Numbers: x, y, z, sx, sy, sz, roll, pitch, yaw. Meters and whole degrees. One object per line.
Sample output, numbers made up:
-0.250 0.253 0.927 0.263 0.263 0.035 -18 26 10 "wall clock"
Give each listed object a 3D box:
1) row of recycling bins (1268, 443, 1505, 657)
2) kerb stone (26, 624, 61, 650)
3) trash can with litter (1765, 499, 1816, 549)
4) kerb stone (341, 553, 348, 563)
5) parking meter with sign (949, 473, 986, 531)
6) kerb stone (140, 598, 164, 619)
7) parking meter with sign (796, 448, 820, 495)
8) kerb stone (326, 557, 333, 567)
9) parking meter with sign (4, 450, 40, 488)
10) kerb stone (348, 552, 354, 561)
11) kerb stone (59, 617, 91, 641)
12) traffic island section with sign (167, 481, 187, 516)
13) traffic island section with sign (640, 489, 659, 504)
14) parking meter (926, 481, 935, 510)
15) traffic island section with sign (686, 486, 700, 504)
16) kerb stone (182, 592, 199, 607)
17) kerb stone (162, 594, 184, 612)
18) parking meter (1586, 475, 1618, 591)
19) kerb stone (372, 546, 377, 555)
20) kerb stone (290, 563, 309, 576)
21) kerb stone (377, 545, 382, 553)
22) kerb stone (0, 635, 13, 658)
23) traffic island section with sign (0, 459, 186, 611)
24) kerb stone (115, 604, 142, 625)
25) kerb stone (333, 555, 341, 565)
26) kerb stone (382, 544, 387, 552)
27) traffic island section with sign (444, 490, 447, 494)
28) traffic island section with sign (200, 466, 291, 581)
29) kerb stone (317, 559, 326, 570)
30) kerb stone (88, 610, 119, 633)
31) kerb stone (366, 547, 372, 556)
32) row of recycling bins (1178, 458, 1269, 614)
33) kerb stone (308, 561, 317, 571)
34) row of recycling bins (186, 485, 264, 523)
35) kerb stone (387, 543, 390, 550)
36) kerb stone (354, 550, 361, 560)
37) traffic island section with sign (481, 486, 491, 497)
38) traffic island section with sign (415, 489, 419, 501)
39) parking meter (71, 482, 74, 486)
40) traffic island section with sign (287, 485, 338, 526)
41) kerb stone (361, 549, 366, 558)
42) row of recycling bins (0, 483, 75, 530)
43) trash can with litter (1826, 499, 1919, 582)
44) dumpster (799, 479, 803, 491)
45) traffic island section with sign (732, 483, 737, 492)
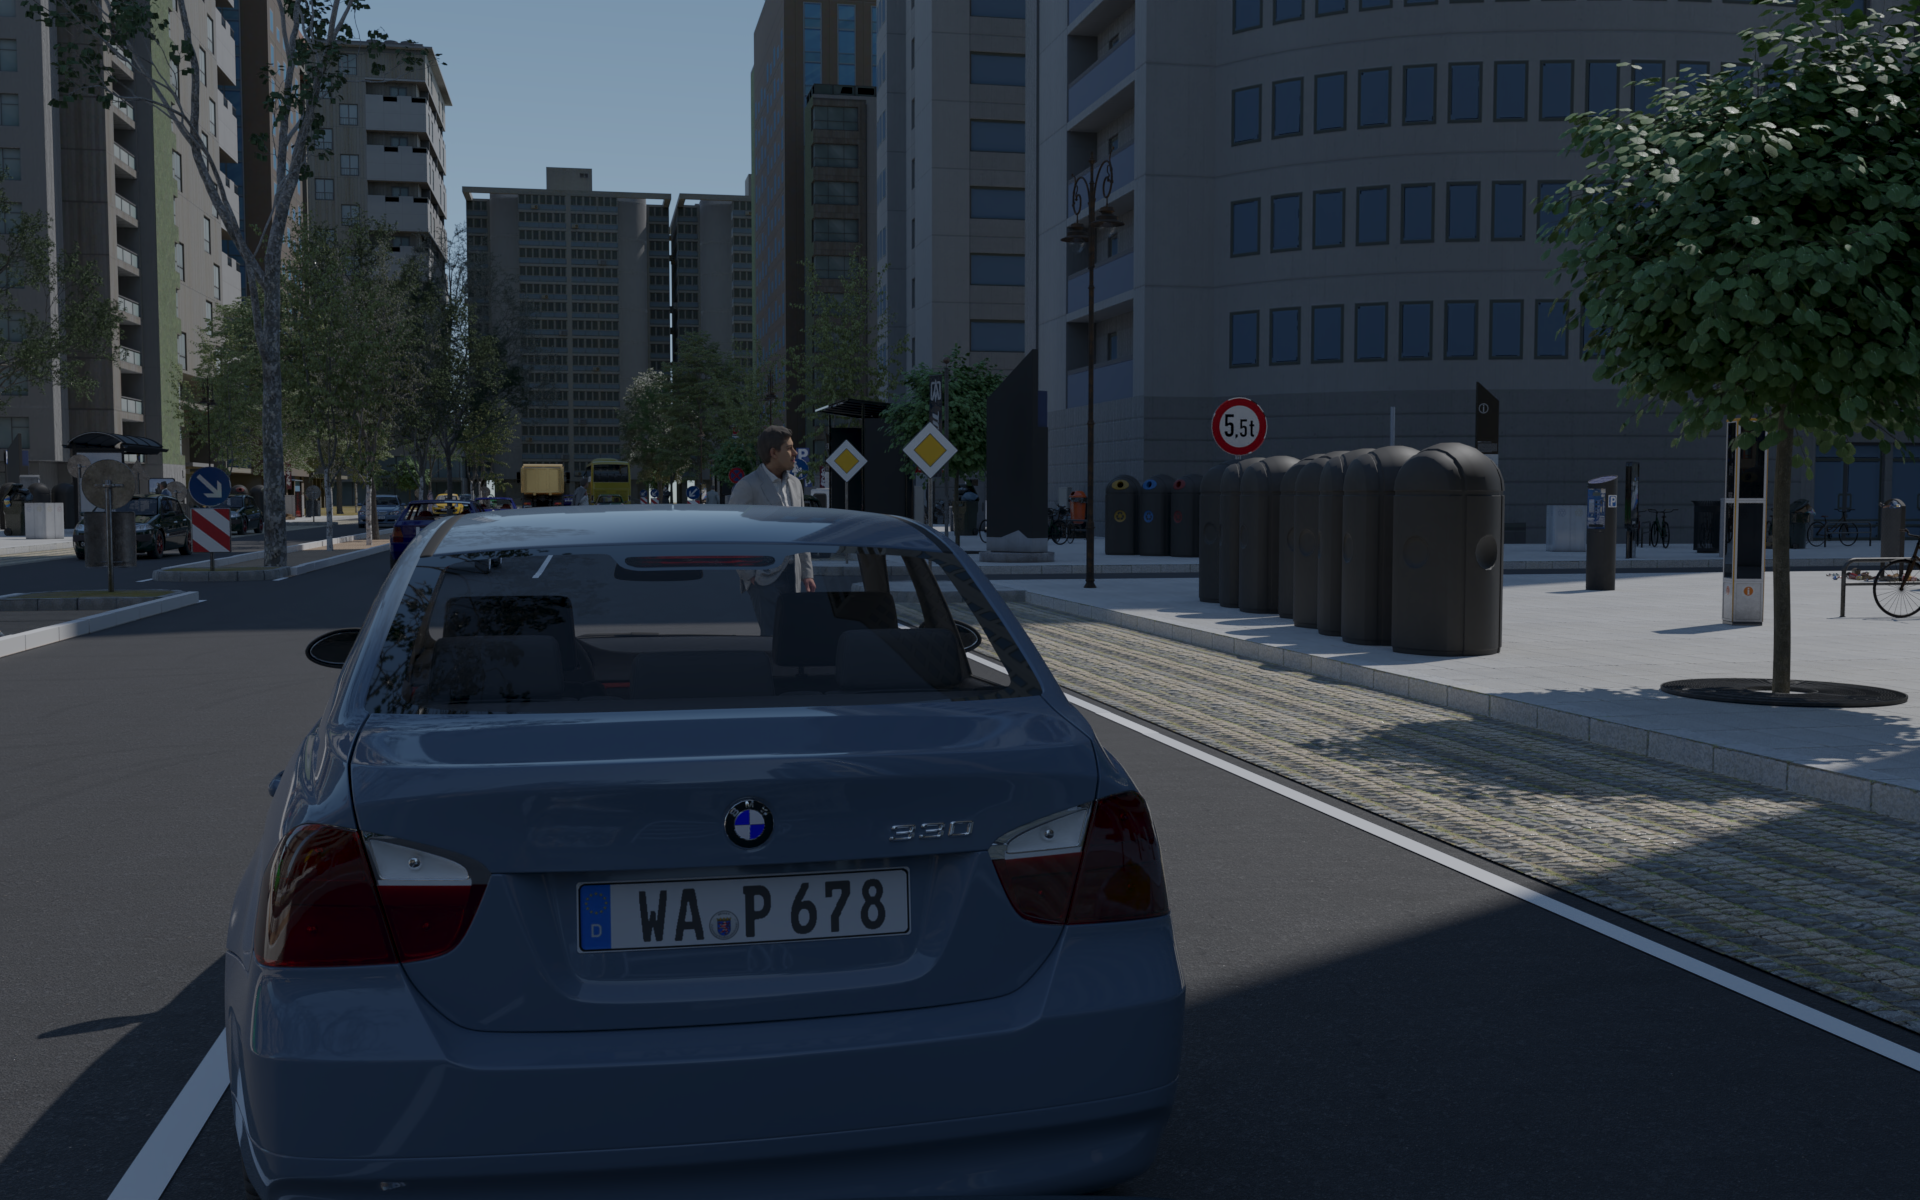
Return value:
3.769 -0.503 15.335 1.069 1.692 3.534 0 4 -6 "row of recycling bins"
-8.701 0.365 16.307 0.120 0.150 1.000 -1 4 -12 "kerb stone"
19.337 -1.776 40.428 1.055 1.170 0.624 -1 4 -12 "trash can with litter"
-12.884 -0.839 35.919 0.120 0.150 1.000 -1 4 -12 "kerb stone"
0.511 -3.871 59.559 1.738 3.016 0.543 0 4 -7 "parking meter with sign"
-9.555 0.115 20.319 0.120 0.150 1.000 -1 4 -12 "kerb stone"
-5.647 -4.276 66.169 0.543 3.016 1.738 1 4 19 "parking meter with sign"
-12.463 -0.714 33.911 0.120 0.150 1.000 -1 4 -12 "kerb stone"
-37.213 -4.468 69.310 1.738 3.016 0.543 -2 4 -24 "parking meter with sign"
-13.096 -0.901 36.924 0.120 0.150 1.000 -1 4 -12 "kerb stone"
-8.914 0.306 17.307 0.120 0.150 1.000 -1 4 -12 "kerb stone"
-23.805 -2.680 52.449 1.989 1.847 2.006 -1 4 -12 "traffic island section with sign"
-23.306 -7.511 131.433 1.989 1.847 2.006 -1 4 -12 "traffic island section with sign"
-1.306 -4.331 76.529 0.399 1.863 0.255 0 4 7 "parking meter"
-12.828 -4.508 82.334 1.989 1.847 2.006 -1 4 -12 "traffic island section with sign"
-9.984 -0.005 22.318 0.120 0.150 1.000 -1 4 -12 "kerb stone"
-9.767 0.054 21.319 0.120 0.150 1.000 -1 4 -12 "kerb stone"
8.562 -0.899 23.114 0.372 1.533 0.369 0 3 0 "parking meter"
-13.956 -1.142 40.934 0.120 0.150 1.000 -1 4 -12 "kerb stone"
-11.811 -0.526 30.907 0.120 0.150 1.000 -1 4 -12 "kerb stone"
-14.175 -1.208 41.940 0.120 0.150 1.000 -1 4 -12 "kerb stone"
-8.486 0.421 15.305 0.120 0.150 1.000 -1 4 -12 "kerb stone"
-11.013 -0.853 22.089 2.006 1.907 1.989 -1 4 -12 "traffic island section with sign"
-9.340 0.176 19.313 0.120 0.150 1.000 -1 4 -12 "kerb stone"
-12.669 -0.775 34.916 0.120 0.150 1.000 -1 4 -12 "kerb stone"
-14.384 -1.268 42.940 0.120 0.150 1.000 -1 4 -12 "kerb stone"
-45.542 -8.912 154.346 1.989 1.847 2.006 -1 4 -12 "traffic island section with sign"
-12.550 -1.297 29.335 2.006 1.907 1.989 -1 4 -12 "traffic island section with sign"
-12.245 -0.655 32.912 0.120 0.150 1.000 -1 4 -12 "kerb stone"
-9.125 0.240 18.314 0.120 0.150 1.000 -1 4 -12 "kerb stone"
-13.740 -1.083 39.935 0.120 0.150 1.000 -1 4 -12 "kerb stone"
3.480 -0.742 19.239 1.069 1.692 3.534 -1 4 -9 "row of recycling bins"
-12.040 -0.594 31.903 0.120 0.150 1.000 -1 4 -12 "kerb stone"
-32.714 -4.301 77.436 3.534 1.692 1.069 -3 5 -39 "row of recycling bins"
-14.595 -1.330 43.943 0.120 0.150 1.000 -1 4 -12 "kerb stone"
-13.312 -0.962 37.925 0.120 0.150 1.000 -1 4 -12 "kerb stone"
-28.244 -5.791 102.823 2.006 1.907 1.989 -1 4 -12 "traffic island section with sign"
-39.922 -7.300 127.981 1.989 1.847 2.006 -1 4 -12 "traffic island section with sign"
-40.481 -4.500 79.293 0.399 1.863 0.255 3 4 37 "parking meter"
-29.442 -4.296 78.861 1.989 1.847 2.006 -1 4 -12 "traffic island section with sign"
-13.528 -1.023 38.925 0.120 0.150 1.000 -1 4 -12 "kerb stone"
-33.904 -3.408 62.841 3.534 1.692 1.069 -3 5 -44 "row of recycling bins"
13.851 -0.909 25.924 1.678 1.210 2.233 0 4 -1 "trash can with litter"
-6.943 -4.324 73.196 1.502 2.255 1.985 -1 4 -12 "dumpster"
-7.204 -2.896 55.969 1.989 1.847 2.006 -1 4 -12 "traffic island section with sign"
